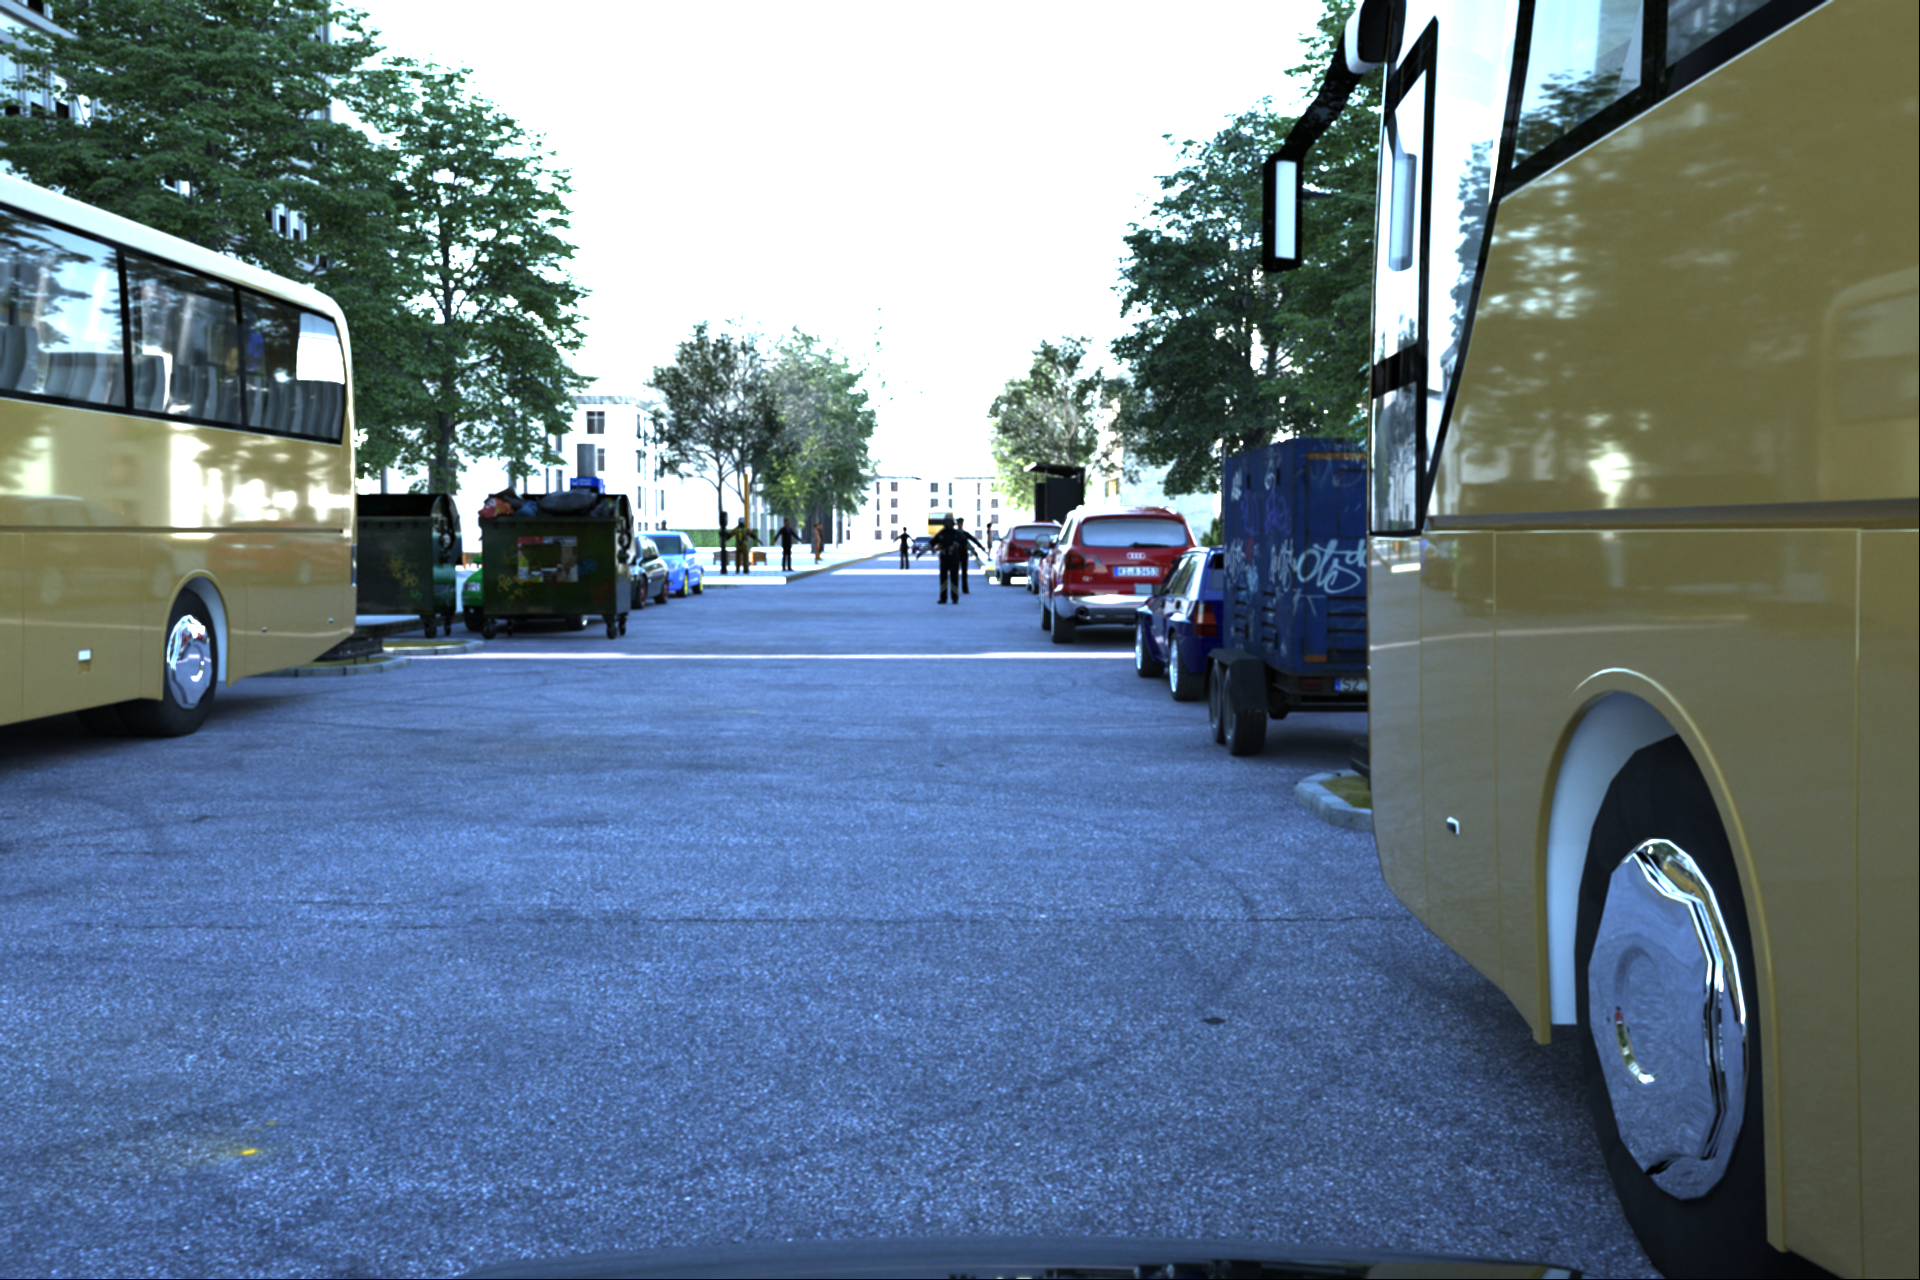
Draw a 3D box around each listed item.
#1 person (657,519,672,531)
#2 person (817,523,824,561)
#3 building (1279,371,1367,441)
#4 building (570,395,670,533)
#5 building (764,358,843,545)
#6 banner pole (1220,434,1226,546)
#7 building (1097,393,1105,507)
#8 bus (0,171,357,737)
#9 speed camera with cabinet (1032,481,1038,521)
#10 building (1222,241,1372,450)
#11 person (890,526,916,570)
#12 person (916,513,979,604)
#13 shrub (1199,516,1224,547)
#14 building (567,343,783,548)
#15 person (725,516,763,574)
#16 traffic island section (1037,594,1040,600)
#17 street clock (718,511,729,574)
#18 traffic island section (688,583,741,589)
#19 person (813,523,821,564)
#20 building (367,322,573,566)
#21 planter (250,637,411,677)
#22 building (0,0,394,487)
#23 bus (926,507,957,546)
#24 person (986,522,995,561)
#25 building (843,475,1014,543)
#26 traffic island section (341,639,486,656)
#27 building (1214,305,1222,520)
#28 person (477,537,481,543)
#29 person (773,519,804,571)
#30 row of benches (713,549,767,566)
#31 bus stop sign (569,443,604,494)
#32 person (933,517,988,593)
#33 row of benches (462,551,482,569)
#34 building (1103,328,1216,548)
[{"bbox_3d":[-9.372,-2.971,55.036,1.216,1.772,0.721,-1,4,-17],"label":"person"},{"bbox_3d":[-6.778,-4.759,83.944,0.704,1.812,1.346,0,4,3],"label":"person"},{"bbox_3d":[22.305,-8.671,83.916,9.099,9.664,28.070,0,4,0],"label":"building"},{"bbox_3d":[-24.373,-10.792,118.591,9.099,9.664,28.070,0,4,0],"label":"building"},{"bbox_3d":[-29.627,-22.859,217.716,27.936,21.610,32.646,0,4,0],"label":"building"},{"bbox_3d":[6.536,-3.243,43.032,0.401,3.779,0.863,0,3,0],"label":"banner pole"},{"bbox_3d":[23.069,-22.620,226.256,16.016,20.090,11.380,0,4,0],"label":"building"},{"bbox_3d":[-6.659,-1.093,9.417,2.896,3.916,12.252,0,4,0],"label":"bus"},{"bbox_3d":[3.034,-4.276,64.250,0.660,3.252,2.038,0,4,1],"label":"speed camera with cabinet"},{"bbox_3d":[22.343,-15.688,112.921,16.016,20.090,11.380,0,4,0],"label":"building"},{"bbox_3d":[-2.268,-3.673,69.236,1.216,1.740,0.721,-2,4,-33],"label":"person"},{"bbox_3d":[-0.235,-1.676,35.635,1.354,1.856,0.705,1,4,16],"label":"person"},{"bbox_3d":[10.515,-4.046,70.199,1.661,2.075,1.752,0,3,0],"label":"shrub"},{"bbox_3d":[-27.966,-18.944,176.195,16.747,18.905,31.486,0,4,0],"label":"building"},{"bbox_3d":[-7.059,-3.072,55.990,1.354,1.858,0.705,0,4,4],"label":"person"},{"bbox_3d":[2.710,-0.941,38.248,1.991,0.108,1.994,0,4,0],"label":"traffic island section"},{"bbox_3d":[-7.538,-3.099,55.233,0.358,2.002,0.471,0,4,1],"label":"street clock"},{"bbox_3d":[-6.925,-1.446,46.516,1.991,0.108,1.994,0,3,0],"label":"traffic island section"},{"bbox_3d":[-5.982,-4.069,73.334,0.721,1.733,1.217,-1,4,-8],"label":"person"},{"bbox_3d":[-23.019,-8.606,82.862,9.099,9.664,28.070,0,4,0],"label":"building"},{"bbox_3d":[-6.956,0.173,18.314,1.991,0.319,1.994,0,4,1],"label":"planter"},{"bbox_3d":[-29.438,-14.255,40.671,19.016,26.051,41.698,0,4,1],"label":"building"},{"bbox_3d":[-1.689,-10.158,157.637,2.896,3.916,12.252,0,4,0],"label":"bus"},{"bbox_3d":[1.428,-4.626,81.775,0.704,1.843,1.345,1,4,9],"label":"person"},{"bbox_3d":[-6.281,-18.420,245.772,28.070,9.664,9.099,0,4,2],"label":"building"},{"bbox_3d":[-6.945,0.097,21.276,1.991,0.108,1.994,0,4,0],"label":"traffic island section"},{"bbox_3d":[24.813,-16.887,132.522,16.016,20.090,11.380,0,3,0],"label":"building"},{"bbox_3d":[-18.365,-3.795,68.227,1.347,1.806,0.705,0,4,-2],"label":"person"},{"bbox_3d":[-5.976,-3.288,59.982,0.704,1.802,1.346,3,5,44],"label":"person"},{"bbox_3d":[-8.927,-3.358,70.360,1.422,0.672,4.104,-2,4,-31],"label":"row of benches"},{"bbox_3d":[-10.802,-3.743,50.212,0.837,3.901,0.837,0,4,0],"label":"bus stop sign"},{"bbox_3d":[0.009,-2.043,41.788,1.347,1.837,0.705,0,4,-6],"label":"person"},{"bbox_3d":[-18.025,-3.047,65.275,1.422,0.672,4.104,1,4,12],"label":"row of benches"},{"bbox_3d":[24.447,-20.928,173.107,19.493,23.208,18.063,0,4,0],"label":"building"}]
